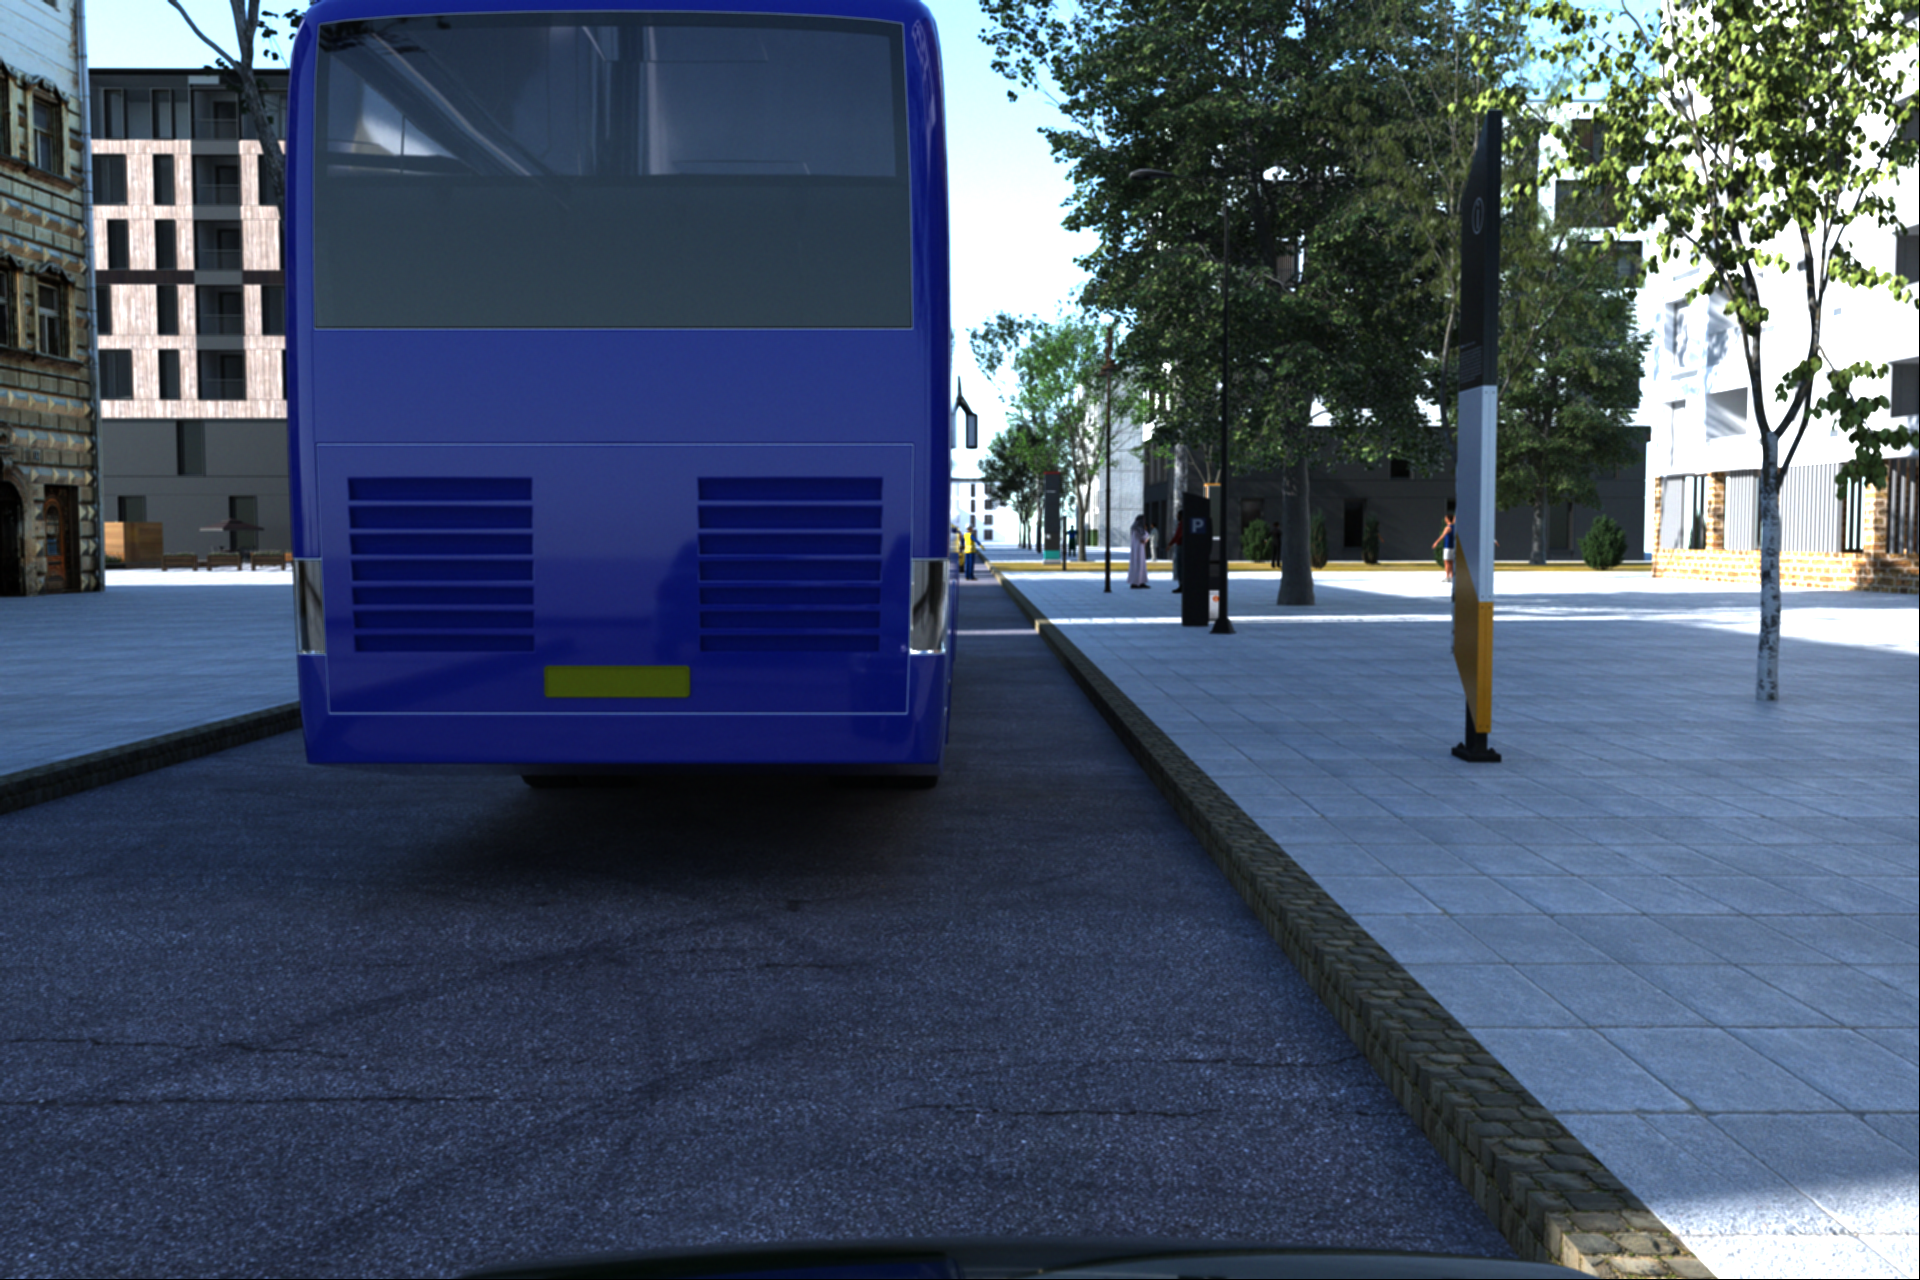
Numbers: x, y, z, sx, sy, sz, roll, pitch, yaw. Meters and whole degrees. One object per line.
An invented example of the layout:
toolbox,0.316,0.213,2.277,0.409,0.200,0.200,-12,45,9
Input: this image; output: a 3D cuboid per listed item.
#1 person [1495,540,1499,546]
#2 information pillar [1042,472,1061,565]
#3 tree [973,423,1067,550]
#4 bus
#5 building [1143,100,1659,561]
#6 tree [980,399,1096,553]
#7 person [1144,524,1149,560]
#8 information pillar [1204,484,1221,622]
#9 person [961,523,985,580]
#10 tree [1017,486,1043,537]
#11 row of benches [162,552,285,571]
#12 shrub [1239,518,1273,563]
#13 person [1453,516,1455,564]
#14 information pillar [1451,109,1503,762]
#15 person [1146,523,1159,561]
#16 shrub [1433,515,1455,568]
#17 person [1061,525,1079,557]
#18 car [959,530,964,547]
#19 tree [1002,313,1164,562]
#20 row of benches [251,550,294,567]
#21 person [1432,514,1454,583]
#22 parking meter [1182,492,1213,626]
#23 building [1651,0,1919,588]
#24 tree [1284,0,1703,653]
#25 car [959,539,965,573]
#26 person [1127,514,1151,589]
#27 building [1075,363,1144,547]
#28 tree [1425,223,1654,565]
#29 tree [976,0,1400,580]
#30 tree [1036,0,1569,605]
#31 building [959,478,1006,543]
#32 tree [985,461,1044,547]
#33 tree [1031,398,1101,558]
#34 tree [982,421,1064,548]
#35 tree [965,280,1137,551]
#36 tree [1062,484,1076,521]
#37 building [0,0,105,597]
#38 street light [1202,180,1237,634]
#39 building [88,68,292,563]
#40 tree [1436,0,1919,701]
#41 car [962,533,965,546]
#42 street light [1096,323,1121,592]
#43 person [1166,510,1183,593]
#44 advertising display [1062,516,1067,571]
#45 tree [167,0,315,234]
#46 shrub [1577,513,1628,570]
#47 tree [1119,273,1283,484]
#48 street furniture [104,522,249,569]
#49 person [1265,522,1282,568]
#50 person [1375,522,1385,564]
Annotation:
person,16.052,-2.907,53.688,1.344,1.810,0.704,-1,4,-12
information pillar,3.833,-5.069,72.256,0.750,3.857,0.750,0,4,-1
tree,5.554,-12.730,142.550,8.767,10.594,7.601,-3,5,-40
bus,-1.276,-1.287,12.597,2.896,3.916,12.251,0,4,0
building,24.125,-15.547,98.172,27.936,21.610,32.646,0,4,0
tree,5.348,-11.206,117.626,8.767,10.594,7.601,1,4,10
person,9.239,-4.901,86.404,0.705,1.796,1.348,1,4,8
information pillar,3.746,-1.281,25.440,0.304,2.012,0.304,0,4,0
person,0.378,-2.746,53.826,0.721,1.772,1.216,-2,4,-35
tree,10.001,-18.304,249.627,4.737,8.622,4.395,0,3,0
row of benches,-25.655,-2.762,60.619,4.104,0.672,1.422,-1,4,-16
shrub,13.375,-4.473,77.551,1.690,2.028,1.600,0,3,0
person,13.950,-2.602,48.719,0.705,1.807,1.348,2,4,32
information pillar,2.949,-1.133,9.872,0.183,3.616,0.504,0,3,0
person,9.080,-4.597,81.351,0.705,1.806,1.347,2,4,28
shrub,17.474,-3.461,61.001,1.690,2.028,1.600,0,3,0
person,6.357,-5.626,98.104,1.347,1.817,0.704,1,4,8
car,-0.645,-8.349,145.178,2.281,1.827,5.304,0,4,0
tree,5.771,-9.461,80.449,9.928,11.665,9.643,0,3,0
row of benches,-26.606,-3.309,69.557,1.422,0.672,4.104,2,4,34
person,12.930,-2.428,45.872,0.704,1.807,1.345,3,5,43
parking meter,3.303,-1.126,24.126,0.399,1.863,0.255,0,4,0
building,25.149,-11.725,48.120,16.016,20.090,11.380,0,4,0
tree,5.147,-4.166,18.476,4.360,8.622,3.978,0,3,0
car,-0.654,-3.385,65.575,2.015,1.641,3.980,0,4,0
person,4.229,-2.081,40.736,0.621,1.740,0.551,0,4,-7
building,22.058,-19.645,187.648,16.747,18.905,31.486,0,4,0
tree,24.344,-10.144,72.502,9.857,13.997,8.962,0,3,0
tree,7.566,-11.698,47.160,12.611,20.169,13.585,0,3,0
tree,6.160,-7.602,30.946,9.857,13.997,8.962,0,3,0
building,-7.081,-18.950,254.435,28.070,9.664,9.099,0,4,0
tree,6.017,-14.155,165.843,7.601,10.594,8.767,-3,5,-41
tree,5.325,-8.785,94.000,4.360,8.622,3.978,0,3,0
tree,5.711,-14.010,154.812,9.928,11.665,9.643,0,3,0
tree,7.042,-16.701,128.949,12.611,20.169,13.585,0,3,0
tree,18.715,-19.705,256.582,7.601,10.594,8.767,0,4,-5
building,-28.389,-12.112,28.962,19.493,23.208,18.063,0,4,0
street light,3.942,-3.038,22.212,1.470,5.913,1.316,0,4,0
building,-29.135,-15.213,92.705,27.936,21.610,32.646,0,4,-1
tree,6.038,-3.833,13.035,4.737,8.622,4.395,0,3,0
car,-0.007,-9.493,164.807,1.945,1.707,3.694,0,4,-1
street light,3.257,-3.990,38.021,0.468,5.910,1.993,0,4,0
person,4.830,-1.941,37.842,0.704,1.816,1.345,2,4,27
advertising display,3.652,-3.390,60.643,0.123,1.923,0.974,0,4,0
tree,-10.933,-10.338,24.918,12.611,20.169,13.585,0,3,0
shrub,22.882,-3.501,61.656,1.690,2.028,1.600,0,3,0
tree,10.001,-8.708,68.132,9.928,11.665,9.643,0,3,0
street furniture,-34.086,-3.630,66.210,9.812,1.723,11.010,1,4,19
person,12.006,-3.593,65.463,0.721,1.740,1.216,-3,5,-42
person,17.777,-4.147,73.952,0.704,1.843,1.345,0,4,-7
